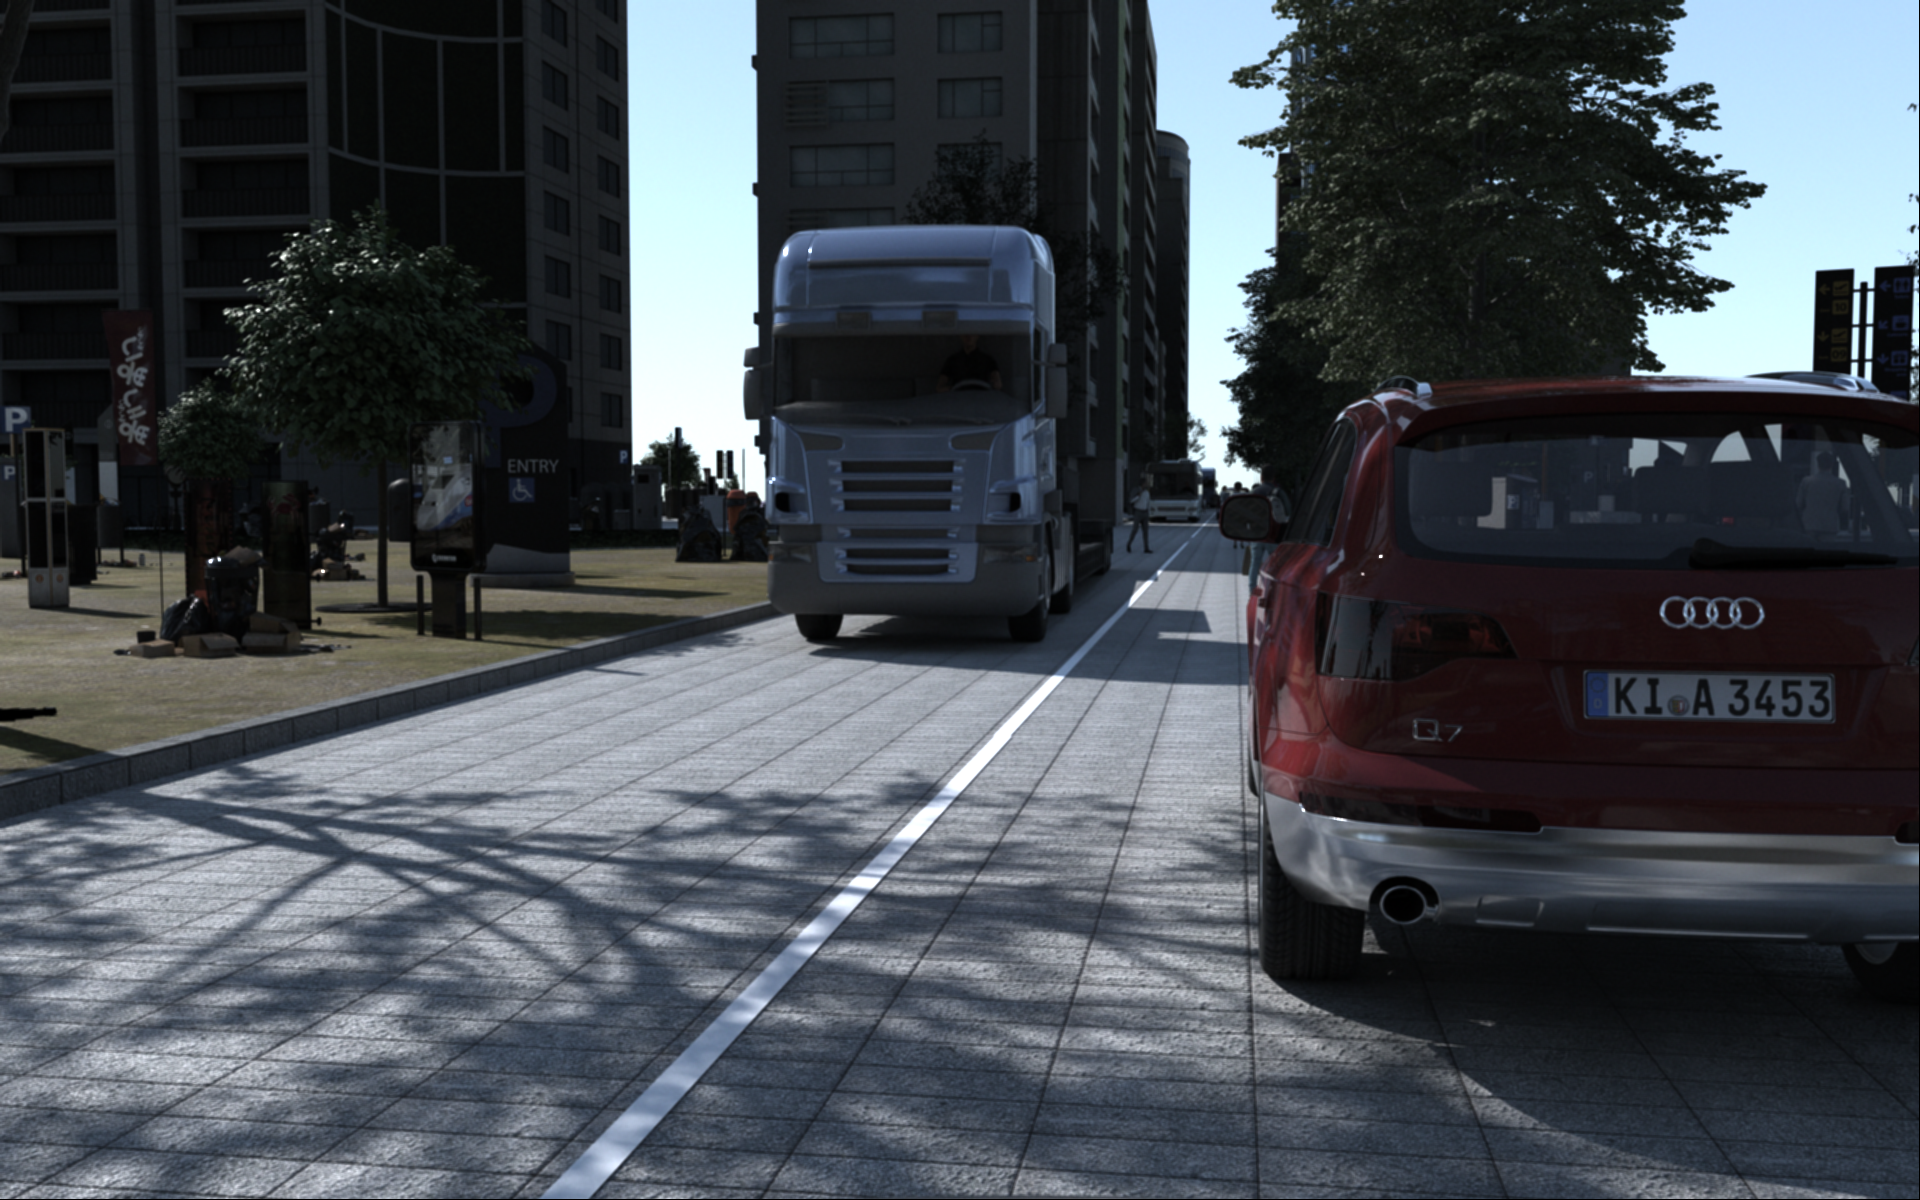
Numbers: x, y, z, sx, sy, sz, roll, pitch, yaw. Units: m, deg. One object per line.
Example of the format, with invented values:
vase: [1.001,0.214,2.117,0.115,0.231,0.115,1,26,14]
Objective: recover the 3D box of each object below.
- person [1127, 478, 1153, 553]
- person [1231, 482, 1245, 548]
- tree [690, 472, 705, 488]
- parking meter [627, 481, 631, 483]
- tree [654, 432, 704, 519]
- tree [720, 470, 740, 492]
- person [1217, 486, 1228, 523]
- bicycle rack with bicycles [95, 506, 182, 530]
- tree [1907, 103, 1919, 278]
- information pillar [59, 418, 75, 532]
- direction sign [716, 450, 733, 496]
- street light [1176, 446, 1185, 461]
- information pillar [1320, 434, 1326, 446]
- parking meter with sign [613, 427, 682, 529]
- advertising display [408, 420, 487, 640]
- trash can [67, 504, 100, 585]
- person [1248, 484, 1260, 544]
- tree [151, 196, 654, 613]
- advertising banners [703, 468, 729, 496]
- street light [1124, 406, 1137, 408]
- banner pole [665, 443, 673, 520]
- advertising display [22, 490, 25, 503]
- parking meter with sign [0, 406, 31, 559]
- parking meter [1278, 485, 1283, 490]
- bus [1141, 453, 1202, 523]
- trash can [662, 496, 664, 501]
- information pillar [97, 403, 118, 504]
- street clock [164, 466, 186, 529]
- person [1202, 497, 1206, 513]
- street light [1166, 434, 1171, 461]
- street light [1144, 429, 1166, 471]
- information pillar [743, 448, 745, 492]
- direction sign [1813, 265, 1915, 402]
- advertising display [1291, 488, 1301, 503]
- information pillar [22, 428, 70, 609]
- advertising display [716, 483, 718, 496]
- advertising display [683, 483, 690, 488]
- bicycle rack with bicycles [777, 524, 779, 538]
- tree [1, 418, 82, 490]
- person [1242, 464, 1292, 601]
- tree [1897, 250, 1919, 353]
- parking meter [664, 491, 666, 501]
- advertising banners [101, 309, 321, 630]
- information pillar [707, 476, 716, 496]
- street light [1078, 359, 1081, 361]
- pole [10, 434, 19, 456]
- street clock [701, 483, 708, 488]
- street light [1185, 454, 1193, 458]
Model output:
person: [4.359,-2.056,42.220,0.679,1.850,0.850,-2,4,-35]
person: [7.399,-2.243,45.745,0.480,1.755,0.524,1,4,21]
tree: [-19.945,-8.331,130.808,1.663,3.219,1.824,0,3,0]
parking meter: [-15.006,-4.529,79.768,0.399,1.863,0.255,0,4,-2]
tree: [-15.114,-6.545,90.732,4.285,4.588,4.351,0,3,0]
tree: [-17.741,-8.671,136.374,1.663,3.219,1.824,0,3,0]
person: [12.298,-4.430,80.954,0.654,1.822,0.581,-1,4,-12]
bicycle rack with bicycles: [-25.162,-2.453,53.497,2.852,0.926,2.925,0,4,0]
tree: [20.717,-5.088,33.560,4.360,8.622,3.978,0,3,0]
information pillar: [-27.388,-3.775,53.082,0.504,3.616,0.183,-3,5,-39]
direction sign: [-12.152,-5.970,89.613,0.876,3.537,0.379,-1,4,-22]
street light: [20.631,-11.897,167.049,1.470,5.913,1.316,1,4,9]
information pillar: [12.962,-4.275,61.252,0.504,3.616,0.183,1,4,17]
parking meter with sign: [-8.157,-2.992,45.187,1.738,3.016,0.543,0,4,1]
advertising display: [-4.566,-0.625,15.428,0.974,1.923,0.123,3,4,38]
trash can: [-12.562,-0.786,24.504,0.748,1.137,0.748,0,3,0]
person: [8.341,-2.442,49.272,0.643,1.720,0.563,-2,4,-24]
tree: [-6.378,-2.166,19.130,4.285,4.588,4.351,0,3,0]
advertising banners: [-16.185,-7.329,116.013,2.074,3.025,0.090,-1,4,-23]
street light: [8.605,-7.254,91.145,1.470,5.913,1.316,1,4,9]
banner pole: [-14.313,-5.829,85.325,0.401,3.779,0.863,-1,4,-15]
advertising display: [-35.790,-3.675,65.302,0.123,1.923,0.974,3,5,43]
parking meter with sign: [-19.238,-2.370,35.004,0.543,3.016,1.738,-3,5,-40]
parking meter: [21.289,-6.691,115.109,0.255,1.863,0.399,1,4,18]
bus: [11.196,-5.819,90.005,2.948,3.499,13.247,1,4,9]
trash can: [-20.392,-6.453,117.164,0.748,1.137,0.748,0,3,0]
information pillar: [-21.800,-3.241,44.349,0.504,3.616,0.183,1,4,12]
street clock: [-20.034,-2.428,44.265,0.358,2.002,0.471,3,5,44]
person: [18.544,-7.223,131.612,0.382,1.210,0.505,2,4,25]
street light: [15.429,-9.914,134.637,1.470,5.913,1.316,1,4,9]
street light: [13.688,-9.223,123.336,1.470,5.913,1.316,1,4,9]
information pillar: [-11.046,-5.941,88.494,0.183,3.616,0.504,0,4,-6]
direction sign: [9.047,-1.556,17.431,0.876,3.537,0.379,2,4,31]
advertising display: [24.758,-7.434,126.760,0.974,1.923,0.123,1,4,11]
information pillar: [-10.266,-0.916,19.464,0.304,2.012,0.304,1,4,10]
advertising display: [-14.691,-6.000,103.321,0.123,1.923,0.974,1,4,19]
advertising display: [-16.257,-5.868,101.154,0.974,1.923,0.123,0,4,-8]
bicycle rack with bicycles: [-3.134,-1.974,45.649,2.852,0.926,2.925,-3,4,-36]
tree: [-23.811,-3.052,44.503,1.663,3.219,1.824,0,3,0]
person: [3.968,-0.867,22.662,0.794,1.824,0.713,3,5,39]
tree: [24.131,-5.493,40.175,4.737,8.622,4.395,0,3,0]
parking meter: [-21.112,-7.290,124.904,0.399,1.863,0.255,-1,4,-20]
advertising banners: [-7.097,-1.236,16.402,2.074,3.025,0.090,0,4,5]
information pillar: [-10.101,-4.040,70.544,0.304,2.012,0.304,0,4,2]
street light: [3.410,-5.286,58.972,1.470,5.913,1.316,1,4,9]
pole: [-26.667,-3.367,48.901,0.158,3.312,0.155,0,3,0]
street clock: [-16.436,-6.541,111.510,0.471,2.002,0.358,-1,4,-16]
street light: [28.389,-14.931,216.662,1.470,5.913,1.316,1,4,9]
